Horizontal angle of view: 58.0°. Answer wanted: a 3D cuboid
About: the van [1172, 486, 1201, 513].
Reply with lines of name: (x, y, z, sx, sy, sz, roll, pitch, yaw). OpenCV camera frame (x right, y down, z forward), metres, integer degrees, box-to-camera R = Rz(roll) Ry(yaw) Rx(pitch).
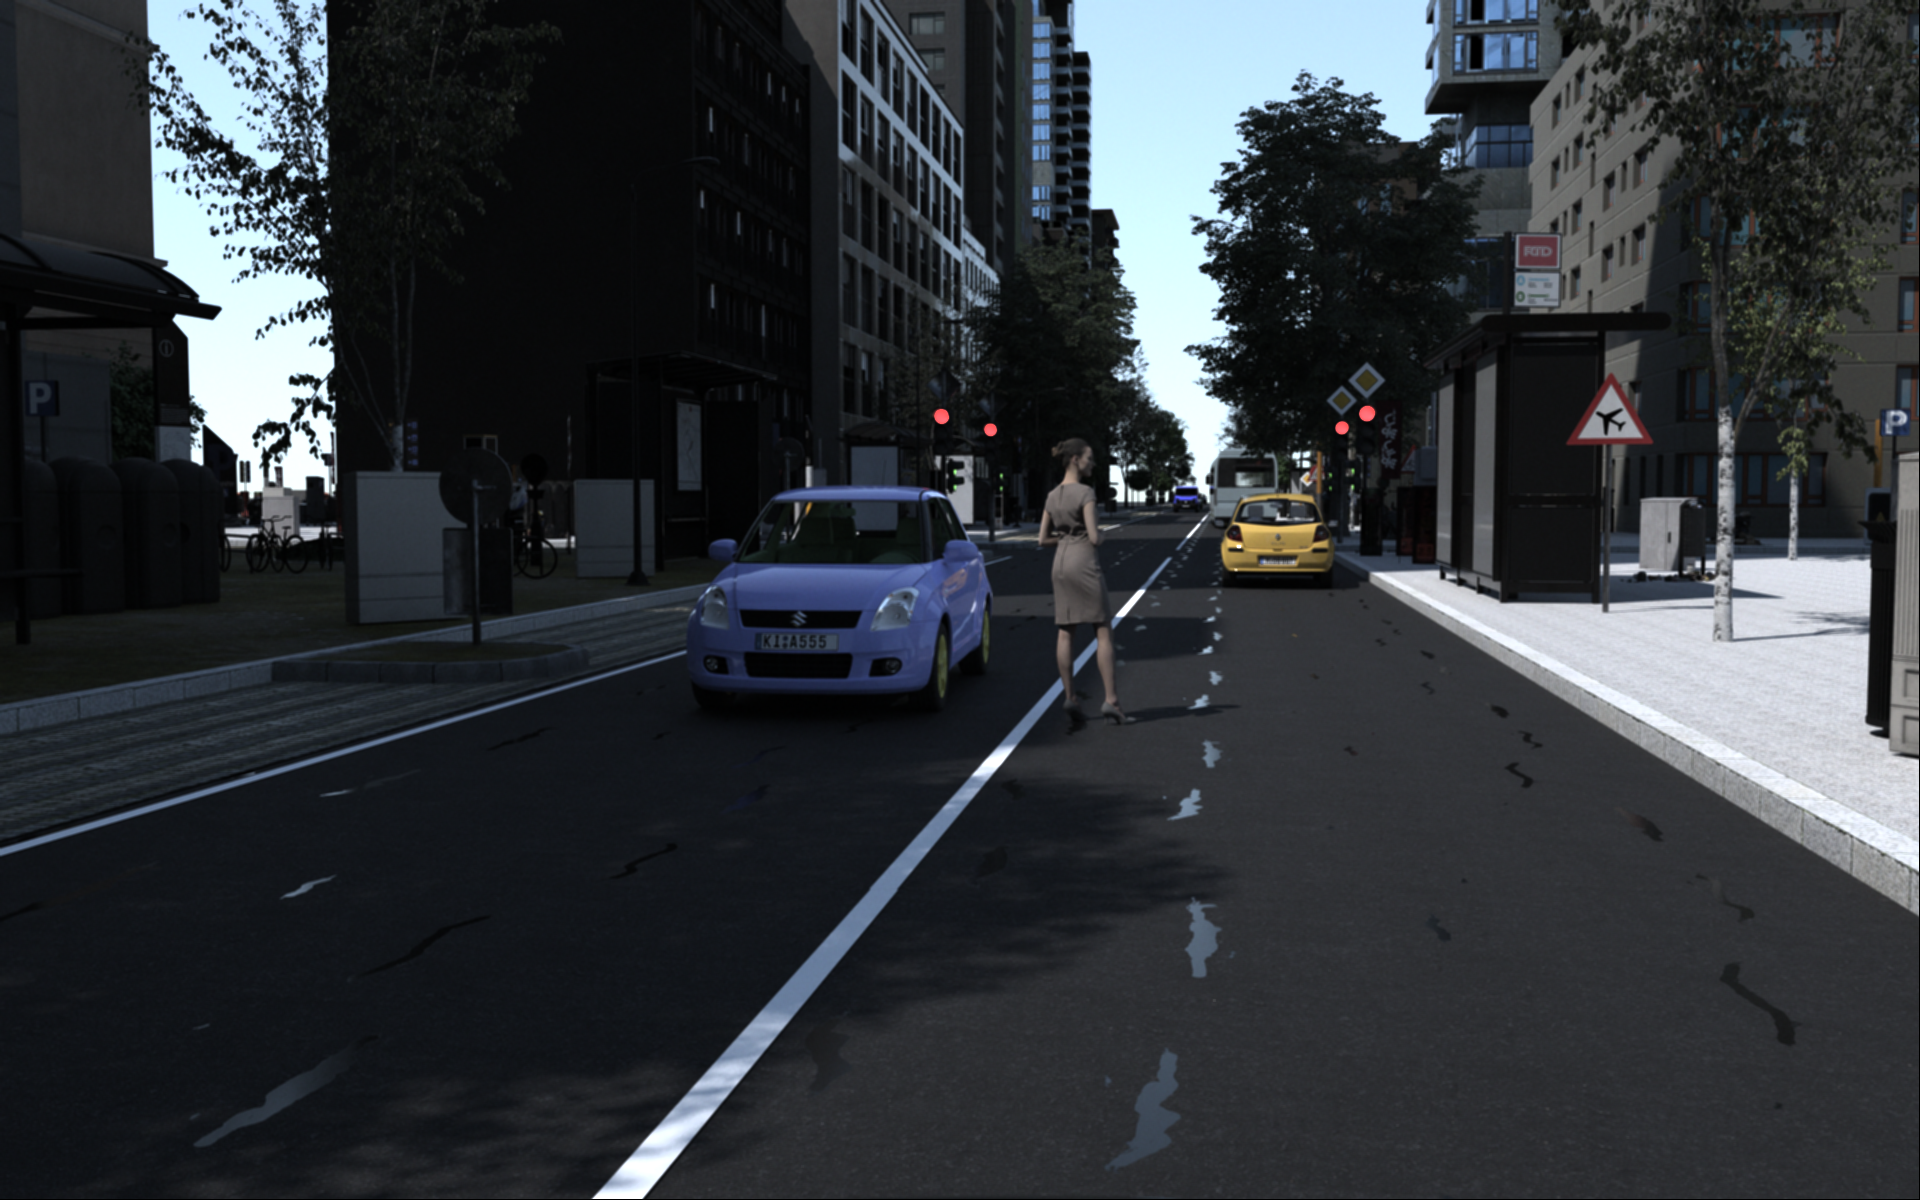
van: (17.583, -7.941, 134.223, 2.240, 2.365, 5.245, 1, 4, 9)

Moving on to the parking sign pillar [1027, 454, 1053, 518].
parking sign pillar: (4.262, -6.352, 92.332, 1.447, 3.967, 1.447, 0, 4, -5)

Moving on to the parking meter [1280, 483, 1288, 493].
parking meter: (17.620, -5.420, 94.327, 0.255, 1.863, 0.399, -2, 4, -35)

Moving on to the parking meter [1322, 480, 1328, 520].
parking meter: (14.790, -3.951, 70.310, 0.255, 1.863, 0.399, 1, 4, 10)

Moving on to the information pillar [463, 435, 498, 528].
information pillar: (-5.979, -1.049, 21.646, 0.304, 2.012, 0.304, 1, 4, 18)

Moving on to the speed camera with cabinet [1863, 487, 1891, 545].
speed camera with cabinet: (23.413, -2.957, 42.683, 0.660, 3.252, 2.038, -2, 4, -28)

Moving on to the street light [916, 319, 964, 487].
street light: (-0.591, -4.509, 46.255, 1.470, 5.913, 1.316, 1, 4, 9)

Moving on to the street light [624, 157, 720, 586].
street light: (-4.002, -3.154, 24.114, 1.470, 5.913, 1.316, 1, 4, 9)

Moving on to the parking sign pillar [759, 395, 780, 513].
parking sign pillar: (-5.534, -3.620, 47.660, 1.447, 3.967, 1.447, 3, 5, 42)

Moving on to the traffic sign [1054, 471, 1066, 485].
traffic sign: (5.528, -5.781, 94.630, 0.768, 2.556, 0.104, 1, 4, 12)

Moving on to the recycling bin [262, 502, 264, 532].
recycling bin: (-23.163, -2.820, 58.662, 0.722, 1.027, 0.722, 0, 4, -7)

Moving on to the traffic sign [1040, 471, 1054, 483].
traffic sign: (4.566, -5.550, 90.851, 0.768, 2.556, 0.104, 1, 4, 18)

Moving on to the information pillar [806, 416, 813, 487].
information pillar: (-4.488, -3.685, 51.608, 0.183, 3.616, 0.504, -1, 4, -21)

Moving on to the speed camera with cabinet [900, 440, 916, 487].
speed camera with cabinet: (-1.644, -4.229, 63.478, 0.660, 3.252, 2.038, -2, 4, -31)

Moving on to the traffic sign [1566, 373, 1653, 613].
traffic sign: (6.989, -1.142, 18.680, 0.884, 2.594, 0.081, 1, 4, 13)

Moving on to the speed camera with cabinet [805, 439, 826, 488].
speed camera with cabinet: (-5.566, -4.181, 62.690, 0.660, 3.252, 2.038, -2, 4, -33)

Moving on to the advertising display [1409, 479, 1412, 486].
advertising display: (19.235, -4.138, 72.862, 0.123, 1.923, 0.974, -2, 4, -24)

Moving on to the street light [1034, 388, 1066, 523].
street light: (3.934, -6.325, 75.952, 1.470, 5.913, 1.316, 1, 4, 9)

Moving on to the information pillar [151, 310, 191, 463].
information pillar: (-9.683, -1.831, 21.291, 0.183, 3.616, 0.504, 2, 4, 24)

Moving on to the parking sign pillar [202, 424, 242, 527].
parking sign pillar: (-28.791, -4.829, 67.420, 1.447, 3.967, 1.447, 1, 4, 22)

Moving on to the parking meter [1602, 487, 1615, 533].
parking meter: (21.676, -3.027, 57.899, 0.372, 1.533, 0.369, 0, 3, 0)

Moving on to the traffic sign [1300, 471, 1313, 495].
traffic sign: (17.391, -5.231, 86.715, 0.795, 2.450, 0.064, 1, 4, 11)

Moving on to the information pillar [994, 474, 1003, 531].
information pillar: (1.339, -3.437, 60.691, 0.304, 2.012, 0.304, 0, 4, -2)

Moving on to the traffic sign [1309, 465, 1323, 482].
traffic sign: (15.455, -4.562, 74.702, 0.768, 2.556, 0.104, 1, 4, 17)

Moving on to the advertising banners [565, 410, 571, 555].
advertising banners: (-8.363, -2.495, 36.985, 0.090, 3.025, 2.074, -1, 4, -15)

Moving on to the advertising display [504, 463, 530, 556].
advertising display: (-9.231, -1.887, 36.061, 0.123, 1.923, 0.974, 1, 4, 11)

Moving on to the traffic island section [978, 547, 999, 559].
traffic island section: (-0.379, -0.985, 38.389, 2.009, 0.180, 2.903, 1, 4, 9)

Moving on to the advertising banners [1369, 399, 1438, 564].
advertising banners: (8.564, -2.171, 31.686, 2.074, 3.025, 0.090, 2, 4, 35)

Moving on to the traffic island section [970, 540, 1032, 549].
traffic island section: (0.831, -1.468, 46.283, 2.009, 0.180, 2.903, 1, 4, 9)

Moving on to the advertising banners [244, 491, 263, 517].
advertising banners: (-40.028, -6.163, 96.959, 2.074, 3.025, 0.090, 0, 4, -2)

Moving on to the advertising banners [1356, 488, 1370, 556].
advertising banners: (9.258, -2.425, 35.833, 2.074, 3.025, 0.090, 0, 4, 2)

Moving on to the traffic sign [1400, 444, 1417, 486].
traffic sign: (11.850, -2.770, 45.285, 0.884, 2.594, 0.081, 1, 4, 17)

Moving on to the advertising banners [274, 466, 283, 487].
advertising banners: (-42.290, -6.934, 109.561, 2.074, 3.025, 0.090, -3, 4, -36)

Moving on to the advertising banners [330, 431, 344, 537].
advertising banners: (-17.682, -3.247, 49.282, 0.090, 3.025, 2.074, -1, 4, -9)

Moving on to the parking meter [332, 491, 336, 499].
parking meter: (-43.881, -6.925, 121.631, 0.372, 1.533, 0.369, 0, 3, 0)

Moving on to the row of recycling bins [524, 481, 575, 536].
row of recycling bins: (-12.501, -2.831, 53.392, 1.069, 1.692, 3.534, 0, 4, 6)

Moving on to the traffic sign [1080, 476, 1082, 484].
traffic sign: (6.204, -5.520, 92.383, 0.606, 2.300, 0.079, 1, 4, 18)

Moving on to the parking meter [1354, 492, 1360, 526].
parking meter: (15.888, -3.741, 69.574, 0.372, 1.533, 0.369, 0, 3, 0)

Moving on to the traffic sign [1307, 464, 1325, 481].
traffic sign: (14.699, -4.354, 71.197, 0.884, 2.594, 0.081, 1, 4, 13)

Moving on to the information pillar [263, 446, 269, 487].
information pillar: (-34.146, -5.742, 85.240, 0.183, 3.616, 0.504, 0, 4, 1)

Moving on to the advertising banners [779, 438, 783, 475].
advertising banners: (-6.306, -3.576, 54.659, 2.074, 3.025, 0.090, 3, 5, 41)

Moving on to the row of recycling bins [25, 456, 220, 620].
row of recycling bins: (-9.445, -0.737, 19.158, 1.069, 1.692, 3.534, 1, 4, 12)

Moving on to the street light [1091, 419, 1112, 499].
street light: (8.462, -8.141, 105.649, 1.470, 5.913, 1.316, 1, 4, 9)

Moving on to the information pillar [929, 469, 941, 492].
information pillar: (-0.717, -2.887, 51.698, 0.304, 2.012, 0.304, 3, 5, 41)

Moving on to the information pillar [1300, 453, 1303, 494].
information pillar: (18.063, -6.139, 91.732, 0.183, 3.616, 0.504, 1, 4, 17)

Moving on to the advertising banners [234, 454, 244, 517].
advertising banners: (-31.736, -4.765, 74.098, 0.090, 3.025, 2.074, 2, 4, 31)

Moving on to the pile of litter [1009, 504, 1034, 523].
pile of litter: (2.866, -3.953, 78.593, 1.719, 0.858, 1.176, -3, 5, -43)

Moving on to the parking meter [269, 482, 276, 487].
parking meter: (-33.519, -4.817, 84.461, 0.255, 1.863, 0.399, -1, 4, -12)

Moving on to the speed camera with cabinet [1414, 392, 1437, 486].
speed camera with cabinet: (9.803, -2.382, 33.288, 2.038, 3.252, 0.660, 3, 5, 40)

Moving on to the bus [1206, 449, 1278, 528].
bus: (12.421, -5.001, 76.620, 2.948, 3.499, 13.247, 0, 4, 7)

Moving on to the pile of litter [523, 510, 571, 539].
pile of litter: (-12.015, -2.182, 49.634, 1.719, 0.858, 1.176, 1, 4, 22)

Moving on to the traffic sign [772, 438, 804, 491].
traffic sign: (-3.899, -2.391, 39.201, 0.768, 2.556, 0.104, 1, 4, 16)

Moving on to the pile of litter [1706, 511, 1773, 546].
pile of litter: (19.595, -1.817, 43.668, 1.176, 0.858, 1.719, -1, 4, -20)

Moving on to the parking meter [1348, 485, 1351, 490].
parking meter: (21.073, -5.405, 94.079, 0.255, 1.863, 0.399, 1, 4, 20)
